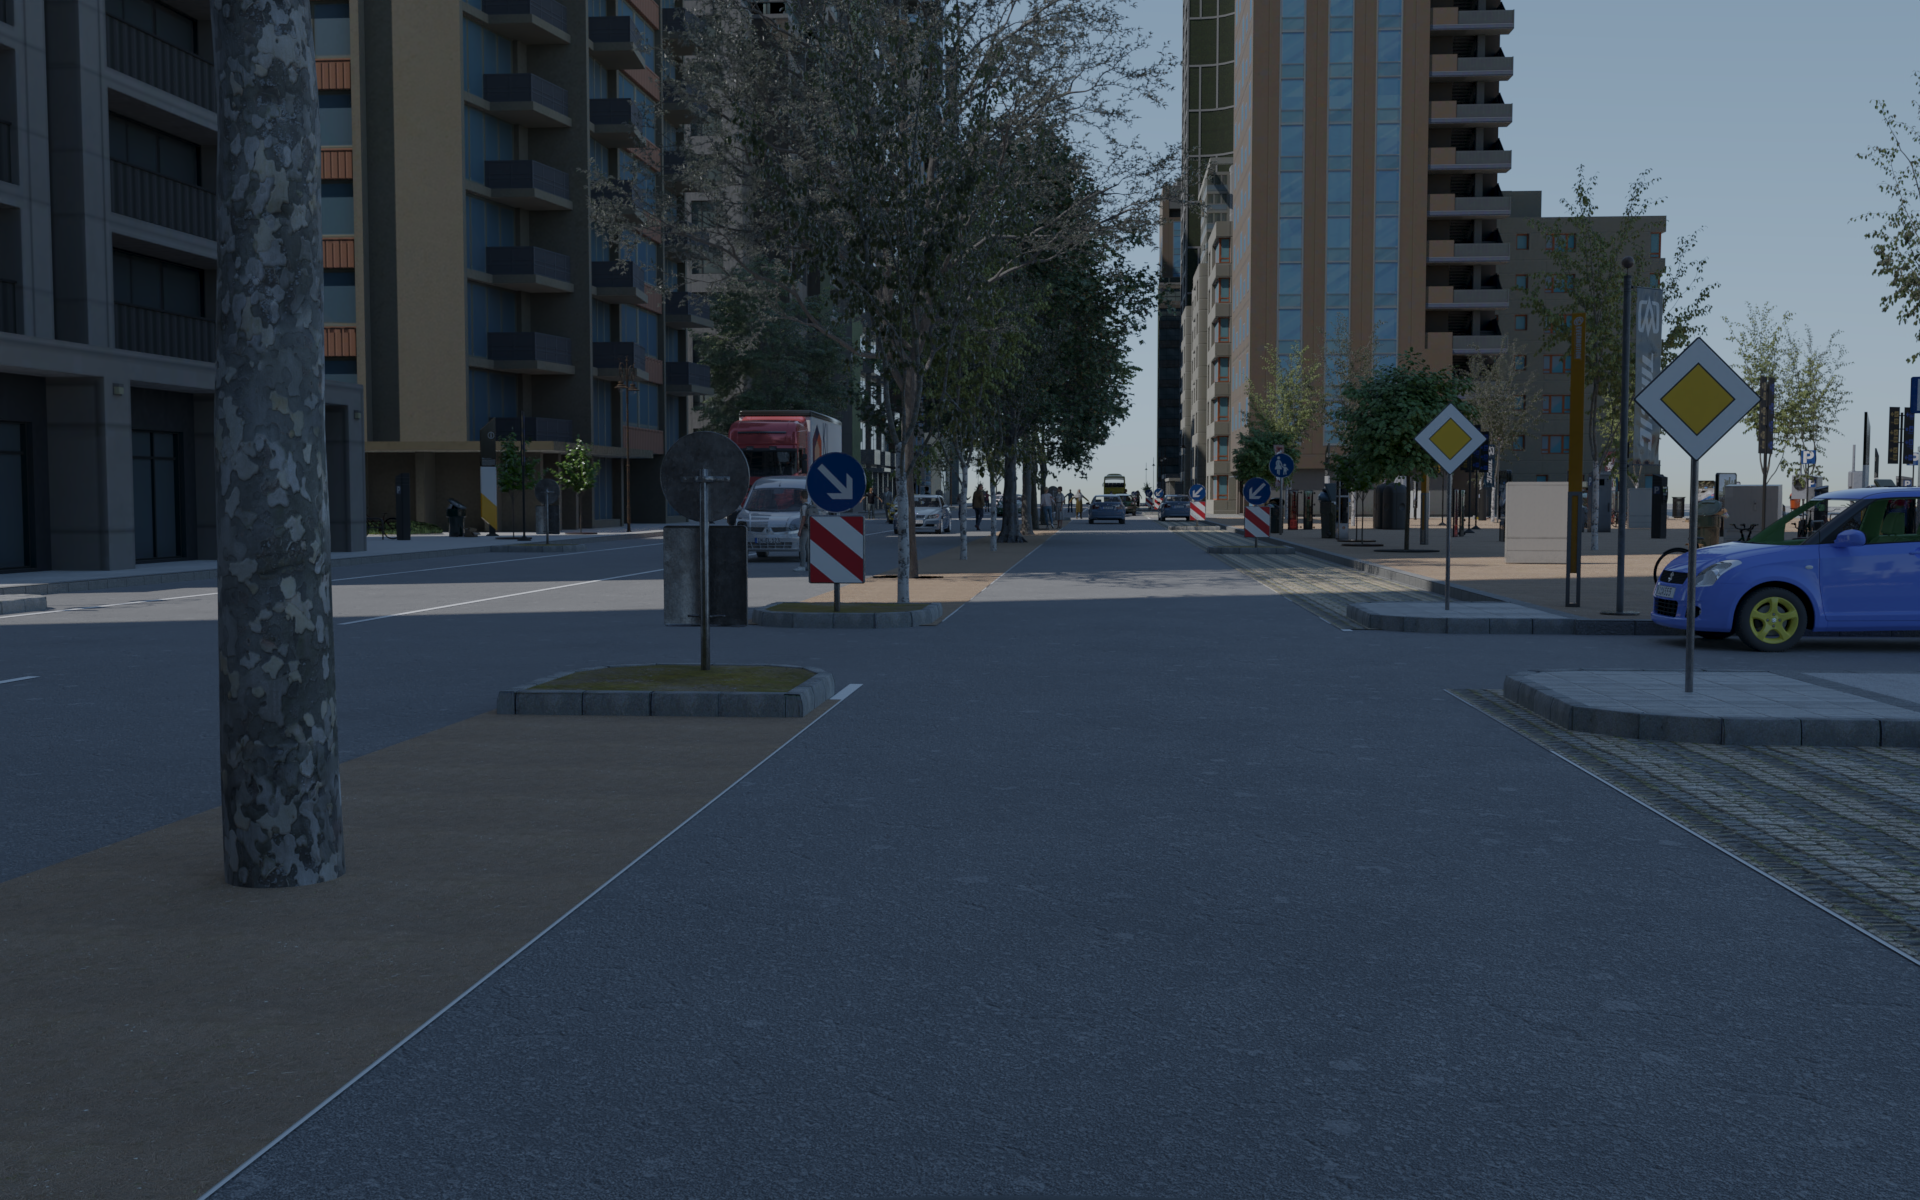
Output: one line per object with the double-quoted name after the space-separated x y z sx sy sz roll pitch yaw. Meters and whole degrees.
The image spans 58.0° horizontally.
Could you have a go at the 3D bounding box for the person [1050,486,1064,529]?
3.965 -3.750 70.376 0.524 1.755 0.480 -2 4 -33 "person"

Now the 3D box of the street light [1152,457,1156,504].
24.070 -14.844 215.484 0.468 5.910 1.993 0 4 5 "street light"

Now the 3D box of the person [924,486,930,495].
-1.880 -5.414 96.649 0.705 1.869 1.348 2 4 27 "person"

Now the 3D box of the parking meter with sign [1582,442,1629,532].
21.434 -3.780 58.060 1.738 3.016 0.543 0 4 1 "parking meter with sign"

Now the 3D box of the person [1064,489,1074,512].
8.608 -7.740 135.127 1.350 1.814 0.705 0 4 -1 "person"

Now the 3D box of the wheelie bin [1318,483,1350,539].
10.789 -2.583 50.140 0.980 1.594 0.693 -1 4 -21 "wheelie bin"

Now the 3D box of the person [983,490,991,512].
2.204 -7.859 137.709 1.217 1.743 0.721 -2 4 -24 "person"

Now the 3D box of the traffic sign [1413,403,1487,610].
5.393 -0.946 19.117 0.795 2.450 0.064 0 4 5 "traffic sign"

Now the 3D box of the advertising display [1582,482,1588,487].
32.074 -5.139 89.240 0.123 1.923 0.974 3 5 41 "advertising display"

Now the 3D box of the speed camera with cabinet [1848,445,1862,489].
35.811 -4.543 68.610 0.660 3.252 2.038 1 4 10 "speed camera with cabinet"

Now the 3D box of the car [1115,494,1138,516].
10.766 -6.399 114.410 2.009 1.686 4.222 0 4 5 "car"

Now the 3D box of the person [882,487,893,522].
-3.642 -4.815 87.348 0.709 1.813 0.853 1 4 17 "person"

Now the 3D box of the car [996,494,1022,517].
3.352 -6.043 110.608 2.131 1.459 4.920 0 4 6 "car"

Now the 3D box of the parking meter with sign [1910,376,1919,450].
14.015 -1.753 24.916 0.543 3.016 1.738 2 4 24 "parking meter with sign"

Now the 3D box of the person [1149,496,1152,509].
16.789 -8.817 153.603 0.436 1.711 0.756 0 4 8 "person"

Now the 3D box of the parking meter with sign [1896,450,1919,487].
39.975 -4.713 73.313 0.543 3.016 1.738 0 4 6 "parking meter with sign"

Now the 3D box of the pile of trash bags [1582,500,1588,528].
22.084 -3.420 65.666 3.447 1.369 1.912 -1 4 -11 "pile of trash bags"

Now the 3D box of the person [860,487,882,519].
-5.062 -5.530 98.929 1.348 1.822 0.705 -1 4 -13 "person"

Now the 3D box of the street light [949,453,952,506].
-0.910 -12.704 180.500 0.468 5.910 1.993 0 4 5 "street light"

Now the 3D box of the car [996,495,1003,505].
4.388 -10.355 181.666 2.083 1.381 4.827 0 4 6 "car"

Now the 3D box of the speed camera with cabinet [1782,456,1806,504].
38.044 -5.240 80.006 2.038 3.252 0.660 2 4 29 "speed camera with cabinet"

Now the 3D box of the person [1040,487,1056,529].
3.719 -3.817 71.585 0.731 1.740 0.598 -1 4 -19 "person"

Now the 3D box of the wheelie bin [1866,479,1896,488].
19.427 -1.750 36.515 0.980 1.594 0.693 -2 4 -31 "wheelie bin"

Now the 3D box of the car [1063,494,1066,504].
13.903 -14.309 242.987 2.155 1.783 4.494 0 4 3 "car"

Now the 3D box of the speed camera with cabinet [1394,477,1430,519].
23.382 -5.826 89.586 0.660 3.252 2.038 -2 4 -30 "speed camera with cabinet"

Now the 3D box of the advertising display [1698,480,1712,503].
34.927 -4.656 81.340 0.974 1.923 0.123 2 4 33 "advertising display"

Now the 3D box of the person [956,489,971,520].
0.228 -5.345 96.427 0.617 1.759 0.750 3 5 39 "person"

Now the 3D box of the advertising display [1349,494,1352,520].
19.522 -5.002 87.003 0.123 1.923 0.974 3 4 39 "advertising display"

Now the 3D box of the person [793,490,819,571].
-2.890 -1.297 32.298 0.523 1.515 0.503 -1 4 -14 "person"

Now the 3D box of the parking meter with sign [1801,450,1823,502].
34.254 -4.472 69.381 0.543 3.016 1.738 3 5 45 "parking meter with sign"

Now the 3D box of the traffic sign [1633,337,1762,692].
4.721 -0.460 11.160 0.795 2.450 0.064 0 4 5 "traffic sign"

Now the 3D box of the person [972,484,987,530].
0.759 -3.675 68.493 0.656 1.842 0.836 1 4 14 "person"

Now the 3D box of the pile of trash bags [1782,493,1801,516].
42.453 -4.939 90.505 3.447 1.369 1.912 -1 4 -16 "pile of trash bags"

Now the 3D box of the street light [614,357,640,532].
-11.204 -5.238 58.426 0.468 5.910 1.993 0 4 5 "street light"

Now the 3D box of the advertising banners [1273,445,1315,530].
11.910 -4.010 61.758 2.074 3.025 0.090 -2 4 -34 "advertising banners"

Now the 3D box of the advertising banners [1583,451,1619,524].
25.767 -4.550 70.581 2.074 3.025 0.090 -1 4 -9 "advertising banners"

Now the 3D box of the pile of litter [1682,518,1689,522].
33.869 -3.971 78.885 1.719 0.858 1.176 3 5 41 "pile of litter"

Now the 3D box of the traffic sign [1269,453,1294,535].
10.061 -3.312 54.263 0.768 2.556 0.104 0 4 7 "traffic sign"

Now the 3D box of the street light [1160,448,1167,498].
20.756 -12.576 178.408 0.468 5.910 1.993 0 4 5 "street light"

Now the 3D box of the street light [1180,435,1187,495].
17.037 -9.762 132.390 0.468 5.910 1.993 0 4 5 "street light"

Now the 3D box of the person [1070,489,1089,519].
6.900 -5.551 99.987 1.217 1.736 0.721 -1 4 -12 "person"

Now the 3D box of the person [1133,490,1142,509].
17.428 -9.870 169.888 1.348 1.823 0.705 -3 5 -40 "person"

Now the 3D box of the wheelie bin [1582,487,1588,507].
26.556 -4.024 73.694 0.693 1.594 0.980 -1 4 -23 "wheelie bin"

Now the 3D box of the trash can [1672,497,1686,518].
38.137 -4.910 91.934 0.748 1.137 0.748 0 3 0 "trash can"

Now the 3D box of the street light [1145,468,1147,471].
27.141 -17.113 252.580 0.468 5.910 1.993 0 4 5 "street light"

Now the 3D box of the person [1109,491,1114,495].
14.212 -9.348 162.283 0.756 1.711 0.436 2 4 32 "person"

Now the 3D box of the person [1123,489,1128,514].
11.774 -6.982 122.670 0.705 1.822 1.348 2 4 35 "person"

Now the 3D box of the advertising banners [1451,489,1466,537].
14.767 -3.385 51.528 0.090 3.025 2.074 2 4 30 "advertising banners"

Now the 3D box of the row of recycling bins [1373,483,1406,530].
15.805 -3.467 63.793 1.069 1.692 3.534 0 4 6 "row of recycling bins"
